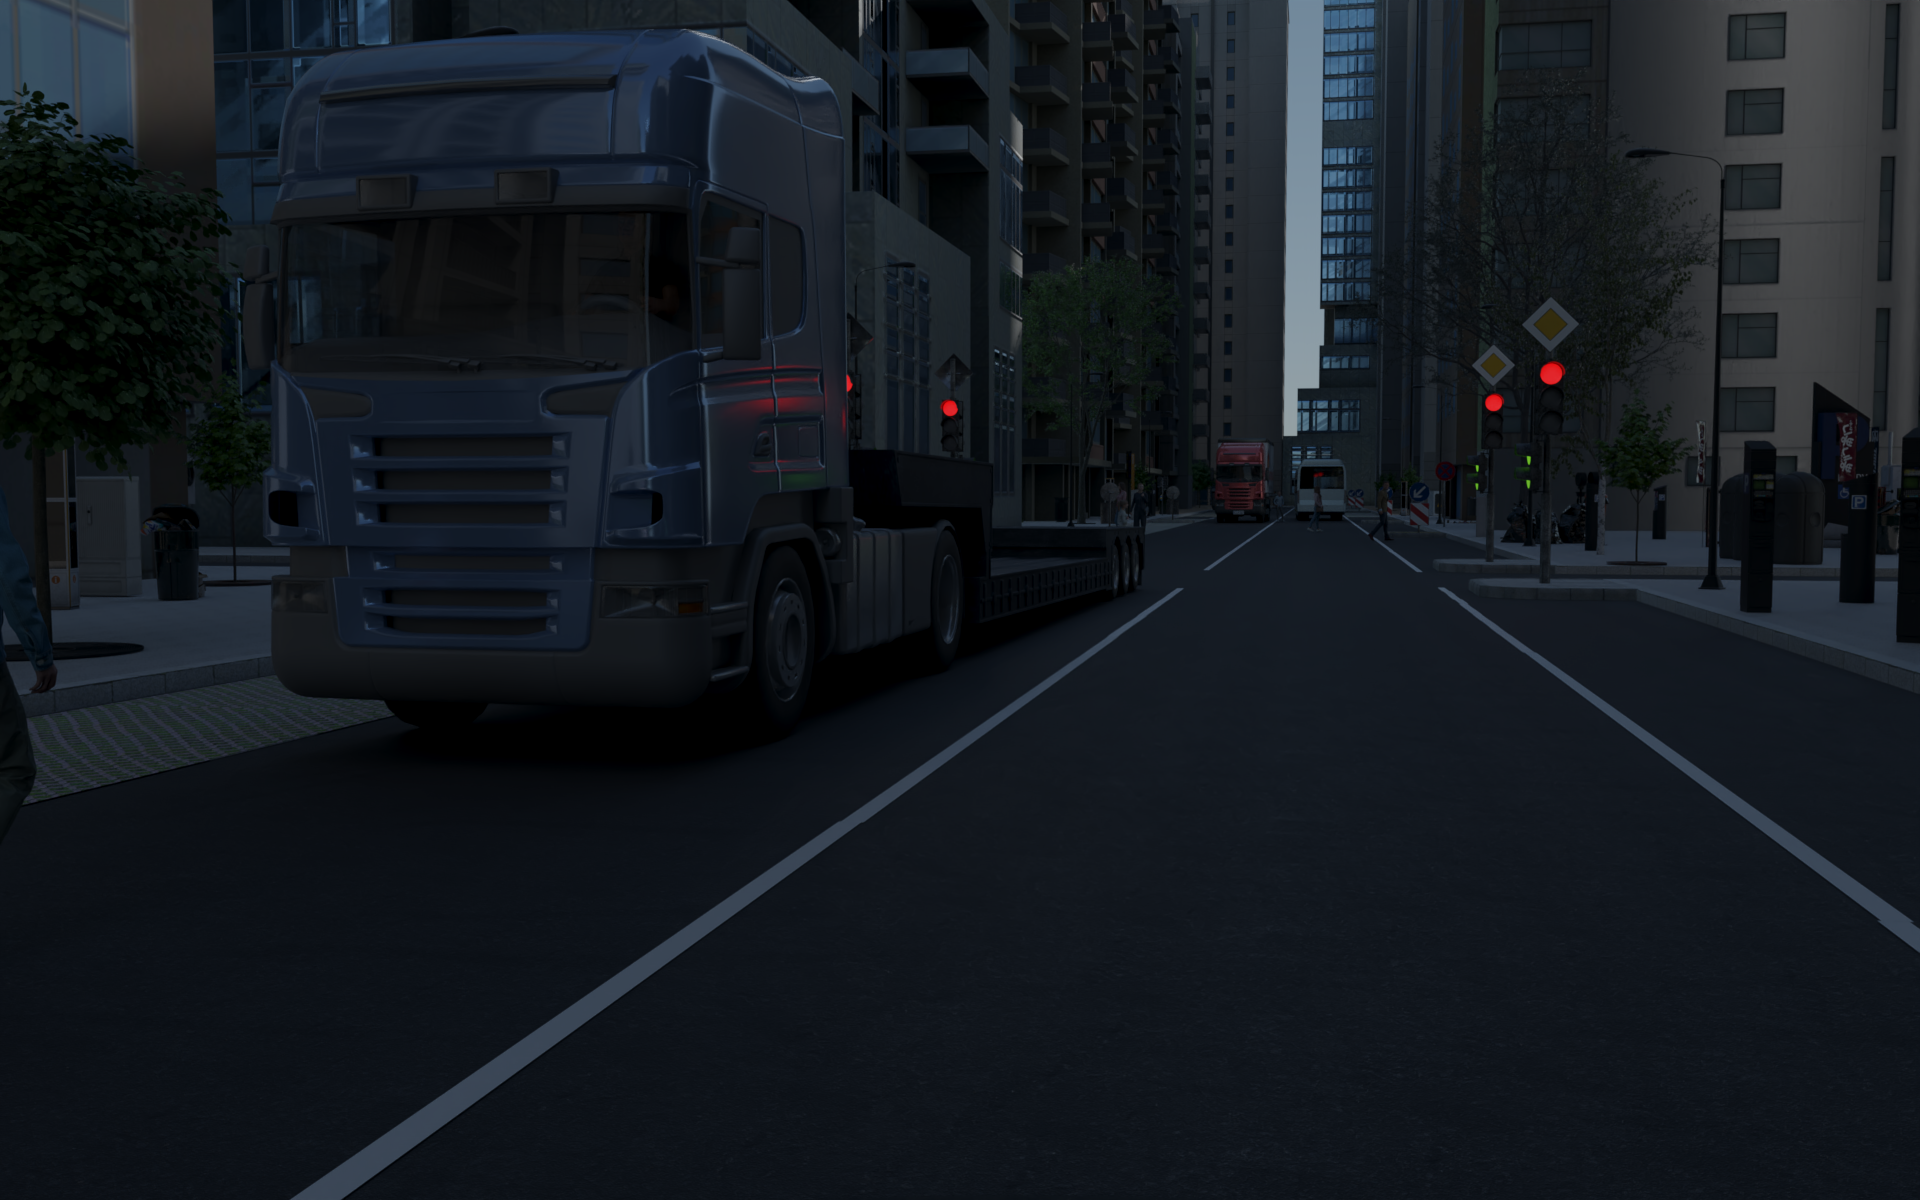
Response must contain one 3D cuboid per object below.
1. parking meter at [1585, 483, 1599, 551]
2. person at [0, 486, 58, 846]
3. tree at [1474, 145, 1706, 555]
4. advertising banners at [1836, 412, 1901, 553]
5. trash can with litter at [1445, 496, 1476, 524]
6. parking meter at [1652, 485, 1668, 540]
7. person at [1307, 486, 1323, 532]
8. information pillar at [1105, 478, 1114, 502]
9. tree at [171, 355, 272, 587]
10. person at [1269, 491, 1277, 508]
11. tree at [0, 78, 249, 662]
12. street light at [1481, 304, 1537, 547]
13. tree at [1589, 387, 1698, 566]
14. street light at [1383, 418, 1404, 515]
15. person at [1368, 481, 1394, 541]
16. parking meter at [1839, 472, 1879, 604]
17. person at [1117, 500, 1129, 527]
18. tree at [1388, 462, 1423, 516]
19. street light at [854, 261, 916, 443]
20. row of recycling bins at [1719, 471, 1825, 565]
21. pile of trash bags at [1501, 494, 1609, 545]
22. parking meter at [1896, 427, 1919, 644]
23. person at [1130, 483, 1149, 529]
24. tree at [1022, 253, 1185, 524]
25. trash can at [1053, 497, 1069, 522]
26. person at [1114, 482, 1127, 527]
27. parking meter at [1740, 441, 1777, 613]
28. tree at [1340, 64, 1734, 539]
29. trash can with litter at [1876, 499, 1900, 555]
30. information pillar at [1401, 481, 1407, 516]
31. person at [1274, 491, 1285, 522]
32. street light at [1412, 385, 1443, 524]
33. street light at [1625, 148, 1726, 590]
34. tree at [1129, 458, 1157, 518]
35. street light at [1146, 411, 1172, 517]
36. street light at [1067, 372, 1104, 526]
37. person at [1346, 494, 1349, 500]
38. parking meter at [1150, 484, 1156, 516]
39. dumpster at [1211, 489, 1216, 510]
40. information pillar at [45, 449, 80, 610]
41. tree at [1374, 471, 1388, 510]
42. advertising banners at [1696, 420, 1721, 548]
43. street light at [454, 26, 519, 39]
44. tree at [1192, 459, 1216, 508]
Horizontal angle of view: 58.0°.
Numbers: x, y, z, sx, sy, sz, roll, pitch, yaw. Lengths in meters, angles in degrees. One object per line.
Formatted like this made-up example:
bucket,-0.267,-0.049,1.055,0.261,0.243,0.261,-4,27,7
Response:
parking meter,14.339,-1.881,39.164,0.372,1.533,0.369,0,3,0
person,-3.099,0.219,5.258,0.601,1.785,0.444,1,4,13
tree,13.382,-5.272,36.553,4.360,8.622,3.978,0,3,0
advertising banners,19.732,-2.513,37.268,2.074,3.025,0.090,-1,4,-9
trash can with litter,22.102,-3.970,75.963,2.233,1.210,1.678,1,4,20
parking meter,19.808,-2.484,49.020,0.372,1.533,0.369,0,3,0
person,13.575,-3.489,66.130,0.643,1.750,0.593,0,4,3
information pillar,6.956,-4.654,80.587,0.304,2.012,0.304,3,4,36
tree,-10.167,-1.813,24.250,1.663,3.219,1.824,0,3,0
person,31.345,-10.004,172.854,0.721,1.735,1.217,-3,4,-36
tree,-7.286,-1.843,13.846,4.285,4.588,4.351,0,3,0
street light,13.438,-4.273,42.406,1.470,5.913,1.316,1,4,12
tree,12.181,-2.250,31.395,1.663,3.219,1.824,0,3,0
street light,26.457,-8.142,105.667,1.470,5.913,1.316,1,4,12
person,12.992,-2.746,53.303,0.836,1.842,0.656,0,4,-2
parking meter,10.597,-0.735,20.424,0.372,1.533,0.369,0,3,0
person,3.808,-1.681,40.268,0.394,1.301,0.425,-2,4,-24
tree,26.851,-6.680,103.823,1.663,3.219,1.824,0,3,0
street light,-1.564,-3.809,34.824,1.470,5.913,1.316,1,4,12
row of recycling bins,15.394,-1.583,32.992,1.069,1.692,3.534,0,4,5
pile of trash bags,15.554,-2.138,44.707,1.912,1.369,3.447,-1,4,-16
parking meter,8.288,-0.564,14.939,0.255,1.863,0.399,3,5,44
person,5.701,-2.818,54.988,0.576,1.772,0.534,0,4,-3
tree,5.379,-9.054,73.787,9.928,11.665,9.643,0,3,0
trash can,4.632,-4.134,79.251,0.748,1.137,0.748,0,3,0
person,5.292,-2.976,57.165,0.388,1.821,0.555,-2,4,-24
parking meter,8.661,-0.800,18.794,0.255,1.863,0.399,1,4,11
tree,16.172,-8.478,48.992,12.009,13.543,11.850,0,3,0
trash can with litter,19.338,-1.542,36.604,1.055,1.170,0.624,0,4,7
information pillar,25.854,-5.892,100.833,0.304,2.012,0.304,2,4,25
person,16.534,-4.855,89.693,0.589,1.601,0.330,0,4,2
street light,19.968,-6.202,73.942,1.470,5.913,1.316,1,4,12
street light,9.626,-3.106,23.324,1.470,5.913,1.316,1,4,12
tree,9.748,-5.998,92.669,1.663,3.219,1.824,0,3,0
street light,11.214,-7.647,97.569,1.470,5.913,1.316,1,4,12
street light,4.780,-5.724,66.121,1.470,5.913,1.316,1,4,12
person,33.409,-8.707,150.861,1.348,1.823,0.705,-2,4,-34
parking meter,11.175,-5.811,100.718,0.399,1.863,0.255,-3,5,-43
dumpster,20.701,-7.829,136.218,1.865,1.857,1.264,1,4,13
information pillar,-9.997,-0.900,19.209,0.304,2.012,0.304,-1,4,-8
tree,33.059,-8.477,133.202,1.663,3.219,1.824,0,3,0
advertising banners,18.158,-2.789,41.784,2.074,3.025,0.090,-3,5,-44
street light,-5.059,-2.748,17.465,1.470,5.913,1.316,1,4,12
tree,21.690,-10.606,157.126,4.285,4.588,4.351,0,3,0
